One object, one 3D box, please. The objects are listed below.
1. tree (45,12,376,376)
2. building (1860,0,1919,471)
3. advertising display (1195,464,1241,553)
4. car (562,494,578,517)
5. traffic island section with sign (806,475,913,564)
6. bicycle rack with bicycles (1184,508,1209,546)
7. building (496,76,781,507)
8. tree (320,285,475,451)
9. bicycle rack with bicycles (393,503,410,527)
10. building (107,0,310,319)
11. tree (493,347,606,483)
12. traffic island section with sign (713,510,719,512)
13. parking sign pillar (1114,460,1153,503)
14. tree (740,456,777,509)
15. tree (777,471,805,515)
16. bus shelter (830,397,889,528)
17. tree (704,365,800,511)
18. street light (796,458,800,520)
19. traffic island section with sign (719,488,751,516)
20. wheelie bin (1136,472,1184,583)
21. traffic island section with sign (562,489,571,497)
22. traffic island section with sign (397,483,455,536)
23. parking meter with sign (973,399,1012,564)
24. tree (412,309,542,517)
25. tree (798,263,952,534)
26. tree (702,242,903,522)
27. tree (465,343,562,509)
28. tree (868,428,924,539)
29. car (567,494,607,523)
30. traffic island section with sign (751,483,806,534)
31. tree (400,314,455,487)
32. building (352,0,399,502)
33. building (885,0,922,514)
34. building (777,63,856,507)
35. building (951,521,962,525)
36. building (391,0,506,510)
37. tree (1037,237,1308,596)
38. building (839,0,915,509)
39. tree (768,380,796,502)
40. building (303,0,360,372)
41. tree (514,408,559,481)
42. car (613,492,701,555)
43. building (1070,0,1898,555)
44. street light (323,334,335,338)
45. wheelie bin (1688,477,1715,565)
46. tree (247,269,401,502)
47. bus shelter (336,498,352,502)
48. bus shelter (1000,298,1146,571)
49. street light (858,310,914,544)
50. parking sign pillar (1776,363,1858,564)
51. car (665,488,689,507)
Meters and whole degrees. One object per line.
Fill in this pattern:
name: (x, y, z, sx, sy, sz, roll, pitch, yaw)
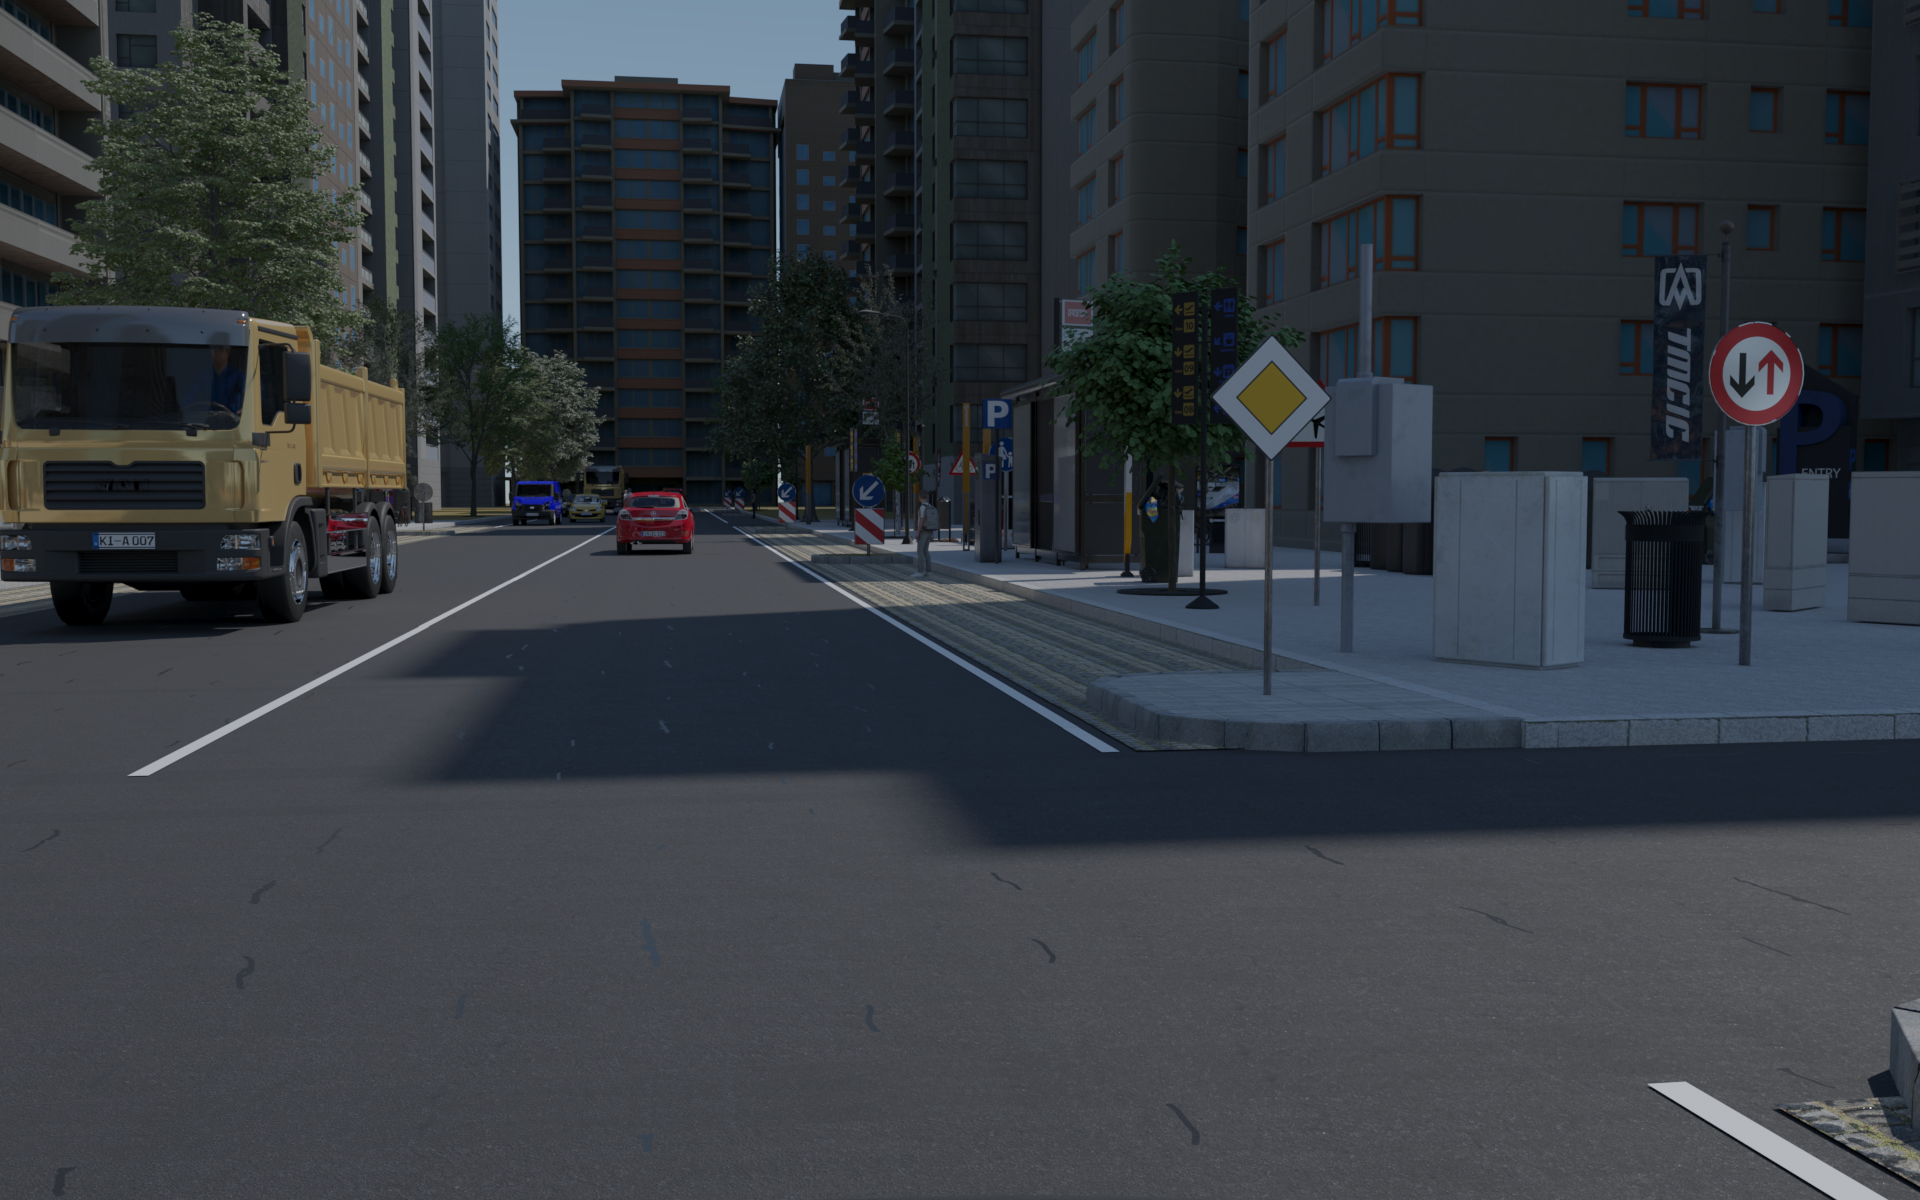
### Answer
tree: (-17.584, -7.538, 41.381, 7.486, 12.596, 7.792, 0, 3, 0)
building: (26.916, -21.183, 29.935, 14.086, 41.232, 14.154, -1, 4, -9)
advertising display: (5.580, -1.973, 37.469, 0.974, 1.923, 0.123, 0, 4, 7)
car: (-24.078, -6.031, 108.397, 2.009, 1.686, 4.222, 0, 4, -7)
traffic island section with sign: (-2.088, -1.682, 36.128, 1.989, 1.847, 2.006, -1, 4, -9)
bicycle rack with bicycles: (5.824, -1.839, 43.446, 2.925, 0.926, 2.852, 1, 4, 19)
building: (-33.858, -32.421, 184.707, 28.867, 44.769, 22.147, -1, 4, -9)
tree: (-25.378, -8.776, 77.892, 7.601, 10.594, 8.767, 0, 4, 1)
bicycle rack with bicycles: (-23.045, -3.355, 68.235, 2.852, 0.926, 2.925, -2, 4, -23)
building: (-41.452, -19.297, 87.204, 14.160, 30.474, 14.107, -1, 4, -9)
tree: (-36.069, -14.959, 151.233, 9.857, 13.997, 8.962, 0, 3, 0)
traffic island section with sign: (-18.758, -7.964, 138.831, 1.989, 1.847, 2.006, -1, 4, -9)
parking sign pillar: (5.106, -3.824, 50.987, 1.447, 3.967, 1.447, -3, 4, -36)
tree: (-16.833, -9.852, 144.789, 4.285, 4.588, 4.351, 0, 3, 0)
tree: (-10.484, -6.982, 108.765, 1.663, 3.219, 1.824, 0, 3, 0)
bus shelter: (-3.983, -5.600, 69.189, 2.179, 5.291, 8.768, -1, 4, -9)
tree: (-15.512, -12.564, 131.178, 9.928, 11.665, 9.643, 0, 3, 0)
street light: (-8.588, -6.902, 85.384, 1.470, 5.913, 1.316, -1, 4, -9)
traffic island section with sign: (-14.432, -6.336, 112.224, 1.989, 1.847, 2.006, -1, 4, -9)
wheelie bin: (2.923, -1.060, 25.244, 0.693, 1.594, 0.980, 0, 4, 4)
traffic island section with sign: (-31.150, -7.878, 137.430, 1.989, 1.847, 2.006, -1, 4, -9)
traffic island section with sign: (-18.584, -3.141, 59.991, 1.989, 1.847, 2.006, -1, 4, -9)
parking meter with sign: (0.555, -2.222, 32.597, 0.543, 3.016, 1.738, -1, 4, -9)
tree: (-27.311, -10.490, 97.259, 9.928, 11.665, 9.643, 0, 3, 0)
tree: (-2.103, -6.376, 54.618, 4.360, 8.622, 3.978, 0, 3, 0)
tree: (-7.015, -9.921, 79.221, 9.611, 12.733, 9.660, 0, 3, 0)
tree: (-33.949, -12.946, 129.790, 7.486, 12.596, 7.792, 0, 3, 0)
tree: (-1.787, -3.411, 50.365, 1.663, 3.219, 1.824, 0, 3, 0)
car: (-18.918, -4.755, 87.965, 2.015, 1.641, 3.980, -1, 4, -10)
traffic island section with sign: (-6.455, -3.328, 63.034, 1.989, 1.847, 2.006, -1, 4, -9)
tree: (-22.910, -7.317, 69.988, 4.360, 8.622, 3.978, 0, 3, 0)
building: (-45.830, -26.400, 115.236, 14.154, 41.232, 14.086, -1, 4, -9)
building: (6.266, -41.401, 115.165, 20.563, 71.187, 20.611, -1, 4, -9)
building: (-11.802, -32.693, 184.635, 14.200, 45.320, 14.600, -1, 4, -9)
building: (5.578, -18.810, 79.242, 14.160, 30.474, 14.107, -1, 4, -9)
building: (-62.101, -38.949, 178.823, 28.212, 58.520, 21.231, -1, 4, -9)
tree: (2.723, -2.367, 22.415, 4.285, 4.588, 4.351, 0, 3, 0)
building: (1.816, -29.707, 140.329, 22.147, 44.769, 28.867, -1, 4, -9)
tree: (-10.456, -9.345, 103.157, 4.360, 8.622, 3.978, 0, 3, 0)
building: (-43.827, -27.586, 101.135, 14.600, 45.320, 14.200, -1, 4, -9)
tree: (-35.464, -11.797, 143.245, 4.360, 8.622, 3.978, 0, 3, 0)
car: (-7.474, -2.055, 42.637, 2.155, 1.783, 4.494, 0, 4, -8)
building: (20.034, -12.659, 52.020, 27.650, 21.520, 28.899, -1, 4, -9)
street light: (-18.795, -4.750, 50.201, 1.470, 5.913, 1.316, -1, 4, -9)
wheelie bin: (13.751, -1.452, 31.641, 0.693, 1.594, 0.980, 0, 4, -1)
tree: (-20.675, -6.373, 54.555, 4.360, 8.622, 3.978, 0, 3, 0)
bus shelter: (-23.271, -4.400, 63.222, 1.731, 3.624, 6.357, -1, 4, -9)
bus shelter: (2.122, -3.398, 33.181, 2.179, 5.291, 8.768, -1, 4, -9)
street light: (-1.878, -4.368, 43.958, 1.470, 5.913, 1.316, -1, 4, -9)
parking sign pillar: (16.070, -2.694, 32.514, 1.447, 3.967, 1.447, -3, 5, -45)
car: (-19.086, -6.479, 114.609, 2.281, 1.827, 5.304, -1, 4, -11)
